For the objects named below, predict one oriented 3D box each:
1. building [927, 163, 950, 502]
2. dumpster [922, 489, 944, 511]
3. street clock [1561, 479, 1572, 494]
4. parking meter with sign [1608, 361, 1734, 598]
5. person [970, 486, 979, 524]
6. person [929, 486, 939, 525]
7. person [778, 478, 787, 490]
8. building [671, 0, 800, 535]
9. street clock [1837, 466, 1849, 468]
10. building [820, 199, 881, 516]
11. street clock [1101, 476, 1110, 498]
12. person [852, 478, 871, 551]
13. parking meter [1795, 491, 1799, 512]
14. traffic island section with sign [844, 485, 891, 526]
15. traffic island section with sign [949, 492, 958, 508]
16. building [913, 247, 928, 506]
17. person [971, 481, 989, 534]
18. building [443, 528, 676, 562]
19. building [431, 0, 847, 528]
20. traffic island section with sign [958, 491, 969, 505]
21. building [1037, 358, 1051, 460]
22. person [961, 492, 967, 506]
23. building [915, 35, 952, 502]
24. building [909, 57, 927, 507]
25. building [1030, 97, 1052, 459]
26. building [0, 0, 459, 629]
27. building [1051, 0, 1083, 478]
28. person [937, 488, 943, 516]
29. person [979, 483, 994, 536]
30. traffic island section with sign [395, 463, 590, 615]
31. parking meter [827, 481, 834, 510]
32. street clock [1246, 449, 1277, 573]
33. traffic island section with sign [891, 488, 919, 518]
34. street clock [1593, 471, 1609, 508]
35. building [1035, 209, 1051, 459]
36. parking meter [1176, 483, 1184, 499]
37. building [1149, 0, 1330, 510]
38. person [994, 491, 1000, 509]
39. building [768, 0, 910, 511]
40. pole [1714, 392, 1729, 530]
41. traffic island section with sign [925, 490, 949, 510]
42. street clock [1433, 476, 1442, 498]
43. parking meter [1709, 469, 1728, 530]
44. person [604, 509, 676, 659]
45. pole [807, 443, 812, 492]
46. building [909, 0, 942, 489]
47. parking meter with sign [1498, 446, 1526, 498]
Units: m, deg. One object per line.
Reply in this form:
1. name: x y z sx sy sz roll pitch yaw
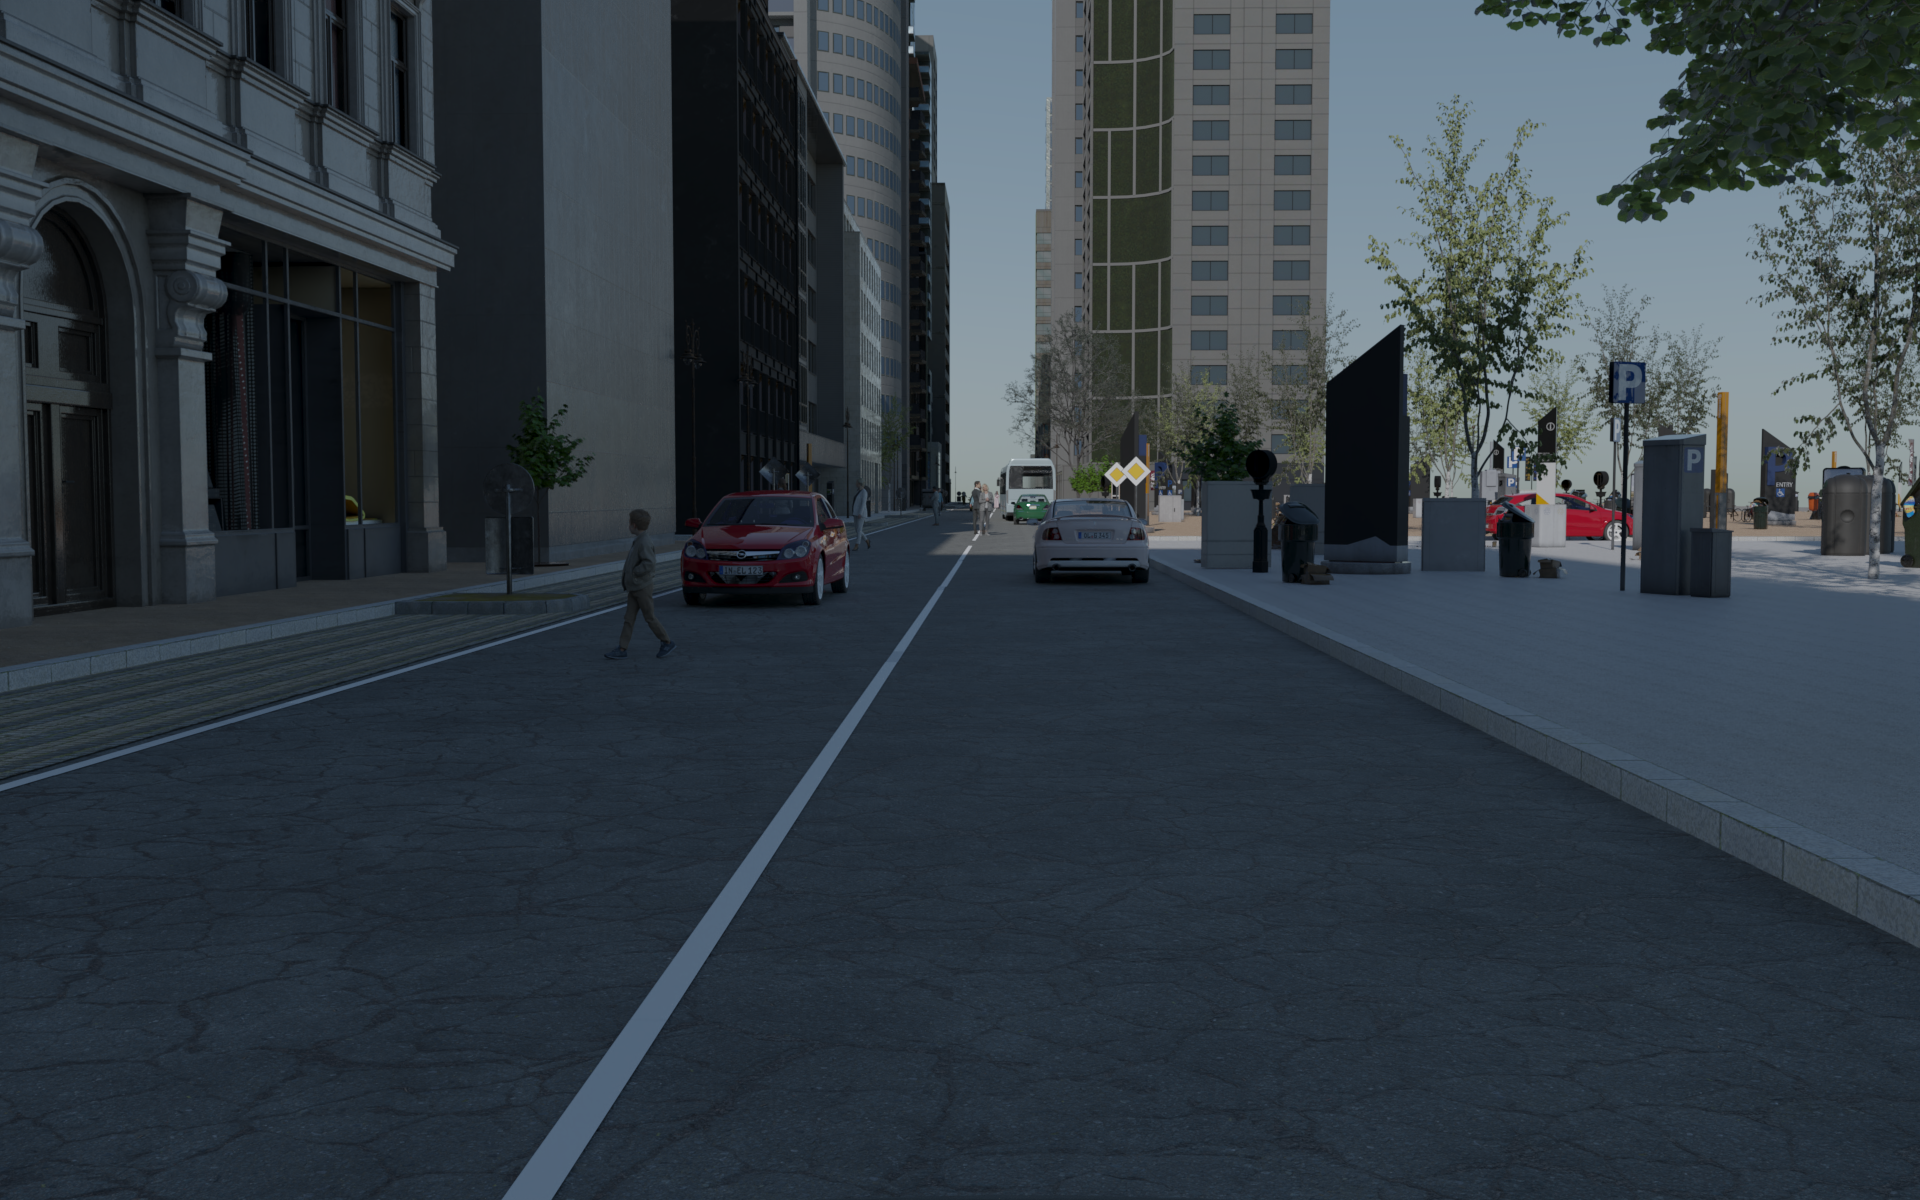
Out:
1. building: -12.470 -38.639 255.443 21.300 48.544 21.600 0 4 1
2. dumpster: -2.289 -8.405 145.641 1.865 1.857 1.264 0 4 3
3. street clock: 29.780 -4.924 85.078 0.471 2.002 0.358 3 5 43
4. parking meter with sign: 9.102 -1.582 22.125 0.543 3.016 1.738 -1 4 -22
5. person: 0.832 -4.619 83.890 0.748 1.841 0.638 -1 4 -23
6. person: -1.184 -4.313 79.196 0.466 1.800 0.511 0 4 2
7. person: -4.050 -1.850 39.025 0.520 1.790 0.573 -1 4 -18
8. building: -12.840 -14.197 61.805 12.332 23.373 15.834 0 4 1
9. street clock: 22.552 -2.427 44.253 0.471 2.002 0.358 1 4 15
10. building: -10.761 -15.554 109.063 10.420 20.320 16.860 0 4 1
11. street clock: 5.707 -3.878 67.978 0.358 2.002 0.471 -1 4 -18
12. person: -2.481 -2.171 43.872 0.514 1.842 0.818 3 5 42
13. parking meter: 61.302 -7.252 126.979 0.372 1.533 0.369 0 3 0
14. traffic island section with sign: -4.222 -4.182 76.997 1.989 1.847 2.006 0 4 1
15. traffic island section with sign: -1.506 -10.526 180.735 1.989 1.847 2.006 0 4 1
16. building: -10.908 -25.811 193.704 14.160 30.474 14.107 0 4 1
17. person: 0.692 -3.290 61.659 0.474 1.900 0.648 -3 4 -37
18. building: -22.410 -13.457 39.090 30.058 24.678 14.314 0 4 1
19. building: -13.989 -16.290 85.416 14.314 24.678 30.058 0 4 1
20. traffic island section with sign: -0.050 -13.952 236.748 1.989 1.847 2.006 0 4 1
21. building: 24.342 -23.481 228.958 27.650 21.520 28.899 0 4 1
22. person: 0.447 -12.629 215.715 1.217 1.736 0.721 -3 5 -41
23. building: -11.765 -51.227 275.807 20.563 71.187 20.611 0 4 1
24. building: -14.719 -31.638 171.912 22.147 44.769 28.867 0 4 1
25. building: 22.391 -58.636 271.368 22.319 86.520 31.000 0 4 1
26. building: -13.573 -9.658 8.813 10.553 20.767 40.483 0 4 1
27. building: 19.438 -38.376 169.452 21.231 58.520 28.212 0 4 1
28. person: -1.438 -6.457 113.933 0.638 1.841 0.748 -1 4 -13
29. person: 0.922 -3.132 59.891 0.537 1.800 0.526 0 4 -1
30. traffic island section with sign: -5.680 -0.781 21.396 1.989 1.847 2.006 0 4 1
31. parking meter: -5.736 -4.342 76.699 0.255 1.863 0.399 1 4 12
32. street clock: 4.905 -1.447 28.227 0.471 2.002 0.358 3 5 43
33. traffic island section with sign: -3.501 -5.858 104.404 1.989 1.847 2.006 0 4 1
34. street clock: 20.116 -3.047 54.387 0.358 2.002 0.471 -1 4 -20
35. building: 17.828 -34.642 249.986 14.154 41.232 14.086 0 4 1
36. parking meter: 11.434 -5.162 90.113 0.399 1.863 0.255 0 4 -4
37. building: 18.718 -43.208 144.710 20.563 71.187 20.611 0 4 1
38. person: 3.634 -9.881 170.717 0.621 1.740 0.551 2 4 29
39. building: -15.466 -36.759 143.015 21.231 58.520 28.212 0 4 1
40. pole: 15.233 -2.497 34.663 0.158 3.312 0.155 0 3 0
41. traffic island section with sign: -2.214 -8.878 153.789 1.989 1.847 2.006 0 4 1
42. street clock: 18.806 -3.894 68.234 0.358 2.002 0.471 1 4 22
43. parking meter: 17.967 -2.159 41.012 0.399 1.863 0.255 -3 4 -37
44. person: -2.774 -0.141 15.084 0.640 1.303 0.475 -3 4 -36
45. pole: -6.077 -4.649 69.855 0.158 3.312 0.155 0 3 0
46. building: -13.417 -55.957 227.567 22.319 86.520 31.000 0 4 1
47. parking meter with sign: 20.072 -4.114 63.523 0.543 3.016 1.738 0 4 -8
